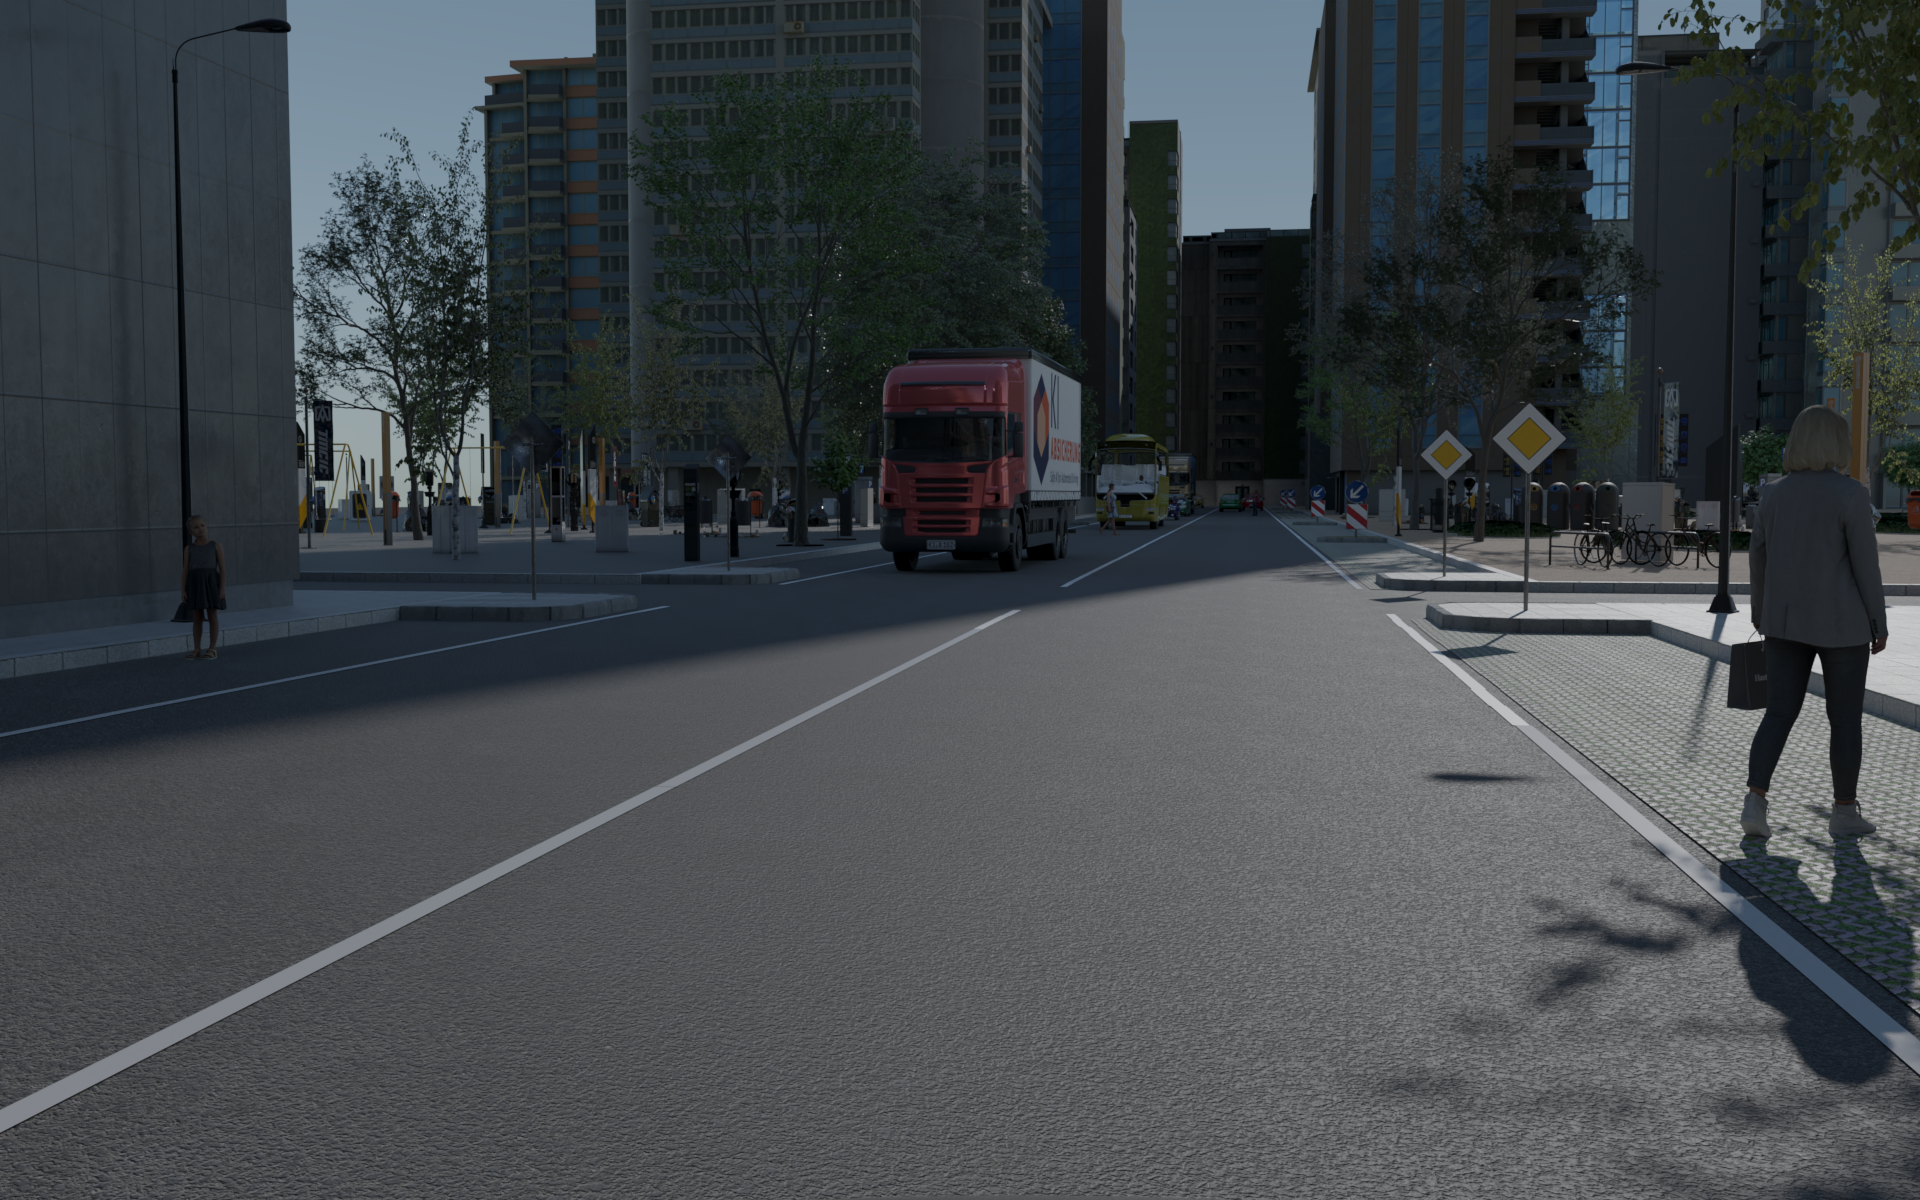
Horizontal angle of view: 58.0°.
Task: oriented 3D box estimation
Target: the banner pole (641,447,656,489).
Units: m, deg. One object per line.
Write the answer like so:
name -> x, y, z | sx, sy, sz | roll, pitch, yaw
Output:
banner pole -> -16.653, -6.255, 92.278 | 0.401, 3.779, 0.863 | 3, 5, 40

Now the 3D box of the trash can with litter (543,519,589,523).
trash can with litter -> -17.823, -4.113, 78.298 | 2.233, 1.210, 1.678 | 1, 4, 15

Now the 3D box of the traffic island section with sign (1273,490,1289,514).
traffic island section with sign -> 24.242, -7.267, 127.444 | 1.989, 1.847, 2.006 | 1, 4, 9

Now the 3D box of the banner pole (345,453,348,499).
banner pole -> -37.640, -7.117, 106.381 | 0.401, 3.779, 0.863 | -1, 4, -15

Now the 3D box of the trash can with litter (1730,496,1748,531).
trash can with litter -> 25.964, -2.845, 57.575 | 1.678, 1.210, 2.233 | 2, 4, 35

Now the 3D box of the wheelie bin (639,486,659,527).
wheelie bin -> -12.066, -3.643, 67.475 | 0.693, 1.594, 0.980 | -3, 5, -45

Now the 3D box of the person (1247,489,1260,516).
person -> 19.480, -6.451, 114.701 | 0.721, 1.743, 1.217 | -2, 4, -31

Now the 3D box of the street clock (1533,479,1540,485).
street clock -> 26.985, -4.681, 81.106 | 0.358, 2.002, 0.471 | 2, 4, 30

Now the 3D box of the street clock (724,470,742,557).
street clock -> -4.613, -1.876, 35.238 | 0.358, 2.002, 0.471 | 0, 4, 6

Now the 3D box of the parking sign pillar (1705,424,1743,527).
parking sign pillar -> 29.817, -4.840, 67.612 | 1.447, 3.967, 1.447 | -3, 4, -37

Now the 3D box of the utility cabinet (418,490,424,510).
utility cabinet -> -31.754, -5.694, 101.770 | 0.318, 1.500, 1.173 | 0, 4, -6

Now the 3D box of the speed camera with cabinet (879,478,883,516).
speed camera with cabinet -> -3.696, -6.249, 96.499 | 0.660, 3.252, 2.038 | -3, 5, -40

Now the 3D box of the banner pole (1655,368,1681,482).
banner pole -> 13.933, -2.705, 34.238 | 0.401, 3.779, 0.863 | -1, 4, -15

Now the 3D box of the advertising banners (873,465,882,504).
advertising banners -> -5.196, -6.572, 103.642 | 2.074, 3.025, 0.090 | 3, 5, 42

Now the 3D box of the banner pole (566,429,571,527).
banner pole -> -15.122, -4.706, 66.959 | 0.401, 3.779, 0.863 | 0, 4, -4

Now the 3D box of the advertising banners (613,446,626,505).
advertising banners -> -12.633, -4.160, 64.209 | 0.090, 3.025, 2.074 | 0, 4, 0

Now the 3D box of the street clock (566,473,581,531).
street clock -> -13.358, -3.387, 59.948 | 0.471, 2.002, 0.358 | 2, 4, 29

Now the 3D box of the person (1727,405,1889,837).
person -> 3.504, 0.086, 7.272 | 0.728, 1.800, 0.709 | -2, 4, -30

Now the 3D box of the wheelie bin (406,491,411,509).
wheelie bin -> -33.805, -6.061, 107.011 | 0.693, 1.594, 0.980 | -2, 4, -35

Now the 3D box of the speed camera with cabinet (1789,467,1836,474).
speed camera with cabinet -> 34.019, -4.568, 69.019 | 0.660, 3.252, 2.038 | -2, 4, -24

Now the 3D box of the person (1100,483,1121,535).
person -> 5.208, -3.158, 60.232 | 0.778, 1.811, 0.616 | 2, 4, 23

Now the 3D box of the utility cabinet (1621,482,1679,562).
utility cabinet -> 13.055, -1.479, 32.857 | 0.318, 1.500, 1.173 | -1, 4, -14

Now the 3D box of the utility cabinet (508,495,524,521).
utility cabinet -> -21.400, -4.423, 83.484 | 0.306, 1.237, 1.020 | -3, 5, -41

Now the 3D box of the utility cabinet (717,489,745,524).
utility cabinet -> -9.656, -3.939, 73.081 | 1.173, 1.500, 0.318 | 1, 4, 21

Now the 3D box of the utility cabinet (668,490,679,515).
utility cabinet -> -17.308, -5.874, 104.717 | 0.318, 1.500, 1.173 | 1, 4, 10

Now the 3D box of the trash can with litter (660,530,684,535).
trash can with litter -> -8.424, -2.690, 55.035 | 2.233, 1.210, 1.678 | 1, 4, 17

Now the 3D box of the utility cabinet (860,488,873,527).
utility cabinet -> -3.665, -3.622, 67.893 | 0.318, 1.500, 1.173 | 0, 4, 7

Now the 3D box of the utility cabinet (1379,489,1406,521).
utility cabinet -> 20.027, -4.380, 80.284 | 1.173, 1.500, 0.318 | 1, 4, 10

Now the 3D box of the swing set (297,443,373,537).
swing set -> -20.141, -3.426, 53.634 | 3.119, 2.851, 2.862 | 1, 4, 11

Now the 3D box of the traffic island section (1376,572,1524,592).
traffic island section -> 7.561, -0.287, 26.972 | 2.009, 0.180, 2.903 | 1, 4, 9

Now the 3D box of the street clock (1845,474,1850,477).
street clock -> 31.566, -3.479, 61.459 | 0.471, 2.002, 0.358 | -2, 4, -33

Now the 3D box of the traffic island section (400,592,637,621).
traffic island section -> -5.181, 0.079, 20.988 | 2.009, 0.180, 2.903 | 1, 4, 9

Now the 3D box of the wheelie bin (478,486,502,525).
wheelie bin -> -19.397, -3.891, 71.528 | 0.980, 1.594, 0.693 | -2, 4, -23

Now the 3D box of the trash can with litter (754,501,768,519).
trash can with litter -> -10.092, -4.734, 88.785 | 1.055, 1.170, 0.624 | 1, 4, 12

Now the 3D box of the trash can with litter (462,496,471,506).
trash can with litter -> -25.968, -4.805, 89.621 | 2.233, 1.210, 1.678 | -2, 4, -34

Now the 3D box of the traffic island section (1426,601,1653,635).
traffic island section -> 6.254, 0.195, 19.094 | 2.009, 0.180, 2.903 | 1, 4, 9

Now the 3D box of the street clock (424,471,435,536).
street clock -> -16.361, -2.989, 53.444 | 0.358, 2.002, 0.471 | -1, 4, -12

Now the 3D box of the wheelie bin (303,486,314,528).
wheelie bin -> -24.710, -3.491, 64.980 | 0.980, 1.594, 0.693 | -2, 4, -28

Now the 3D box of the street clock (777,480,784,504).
street clock -> -9.365, -5.191, 89.442 | 0.471, 2.002, 0.358 | 2, 4, 27

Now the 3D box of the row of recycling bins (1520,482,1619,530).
row of recycling bins -> 21.896, -3.373, 62.259 | 3.534, 1.692, 1.069 | 3, 5, 39

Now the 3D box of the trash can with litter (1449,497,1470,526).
trash can with litter -> 17.920, -3.144, 62.795 | 1.055, 1.170, 0.624 | 1, 4, 14

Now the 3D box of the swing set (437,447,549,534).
swing set -> -15.655, -3.662, 57.489 | 3.119, 2.851, 2.862 | 1, 4, 14

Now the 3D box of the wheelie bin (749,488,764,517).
wheelie bin -> -11.551, -5.500, 97.830 | 0.980, 1.594, 0.693 | 1, 4, 12

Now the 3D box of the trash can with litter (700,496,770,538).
trash can with litter -> -6.847, -2.476, 51.532 | 2.233, 1.210, 1.678 | 0, 4, 3

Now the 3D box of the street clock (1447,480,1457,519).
street clock -> 25.289, -5.174, 89.159 | 0.471, 2.002, 0.358 | -1, 4, -17

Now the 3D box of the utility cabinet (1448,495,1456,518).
utility cabinet -> 26.112, -4.944, 91.988 | 0.306, 1.237, 1.020 | 1, 4, 8

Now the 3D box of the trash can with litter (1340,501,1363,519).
trash can with litter -> 19.778, -4.661, 87.600 | 1.055, 1.170, 0.624 | 0, 4, -7

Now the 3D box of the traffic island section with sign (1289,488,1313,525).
traffic island section with sign -> 16.286, -4.334, 79.492 | 1.989, 1.847, 2.006 | 1, 4, 9

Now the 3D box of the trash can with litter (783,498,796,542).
trash can with litter -> -4.473, -2.118, 46.013 | 0.624, 1.170, 1.055 | -2, 4, -24

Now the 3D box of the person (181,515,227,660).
person -> -6.572, -0.115, 15.055 | 0.362, 1.253, 0.373 | 0, 4, -4

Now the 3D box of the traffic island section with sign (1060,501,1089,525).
traffic island section with sign -> 4.943, -4.365, 79.998 | 1.989, 1.847, 2.006 | 1, 4, 9

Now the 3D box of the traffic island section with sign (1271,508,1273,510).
traffic island section with sign -> 28.717, -8.916, 154.404 | 1.989, 1.847, 2.006 | 1, 4, 9

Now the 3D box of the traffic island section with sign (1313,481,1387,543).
traffic island section with sign -> 11.653, -2.626, 51.564 | 1.989, 1.847, 2.006 | 1, 4, 9

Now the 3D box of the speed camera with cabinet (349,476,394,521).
speed camera with cabinet -> -28.065, -5.398, 82.589 | 2.038, 3.252, 0.660 | -1, 4, -22

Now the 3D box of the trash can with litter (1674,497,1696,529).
trash can with litter -> 26.835, -3.214, 63.928 | 1.055, 1.170, 0.624 | 0, 4, -4

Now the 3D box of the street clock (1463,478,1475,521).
street clock -> 22.309, -4.362, 75.888 | 0.471, 2.002, 0.358 | 0, 4, 3

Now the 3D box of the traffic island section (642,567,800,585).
traffic island section -> -3.874, -0.403, 28.866 | 2.009, 0.180, 2.903 | 1, 4, 9

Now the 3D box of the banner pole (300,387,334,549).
banner pole -> -15.127, -3.104, 40.768 | 0.863, 3.779, 0.401 | 0, 4, 1

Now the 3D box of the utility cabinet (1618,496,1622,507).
utility cabinet -> 28.723, -3.943, 75.636 | 1.020, 1.237, 0.306 | 3, 4, 39

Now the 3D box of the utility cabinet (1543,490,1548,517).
utility cabinet -> 32.052, -5.191, 93.559 | 1.173, 1.500, 0.318 | 2, 4, 34
